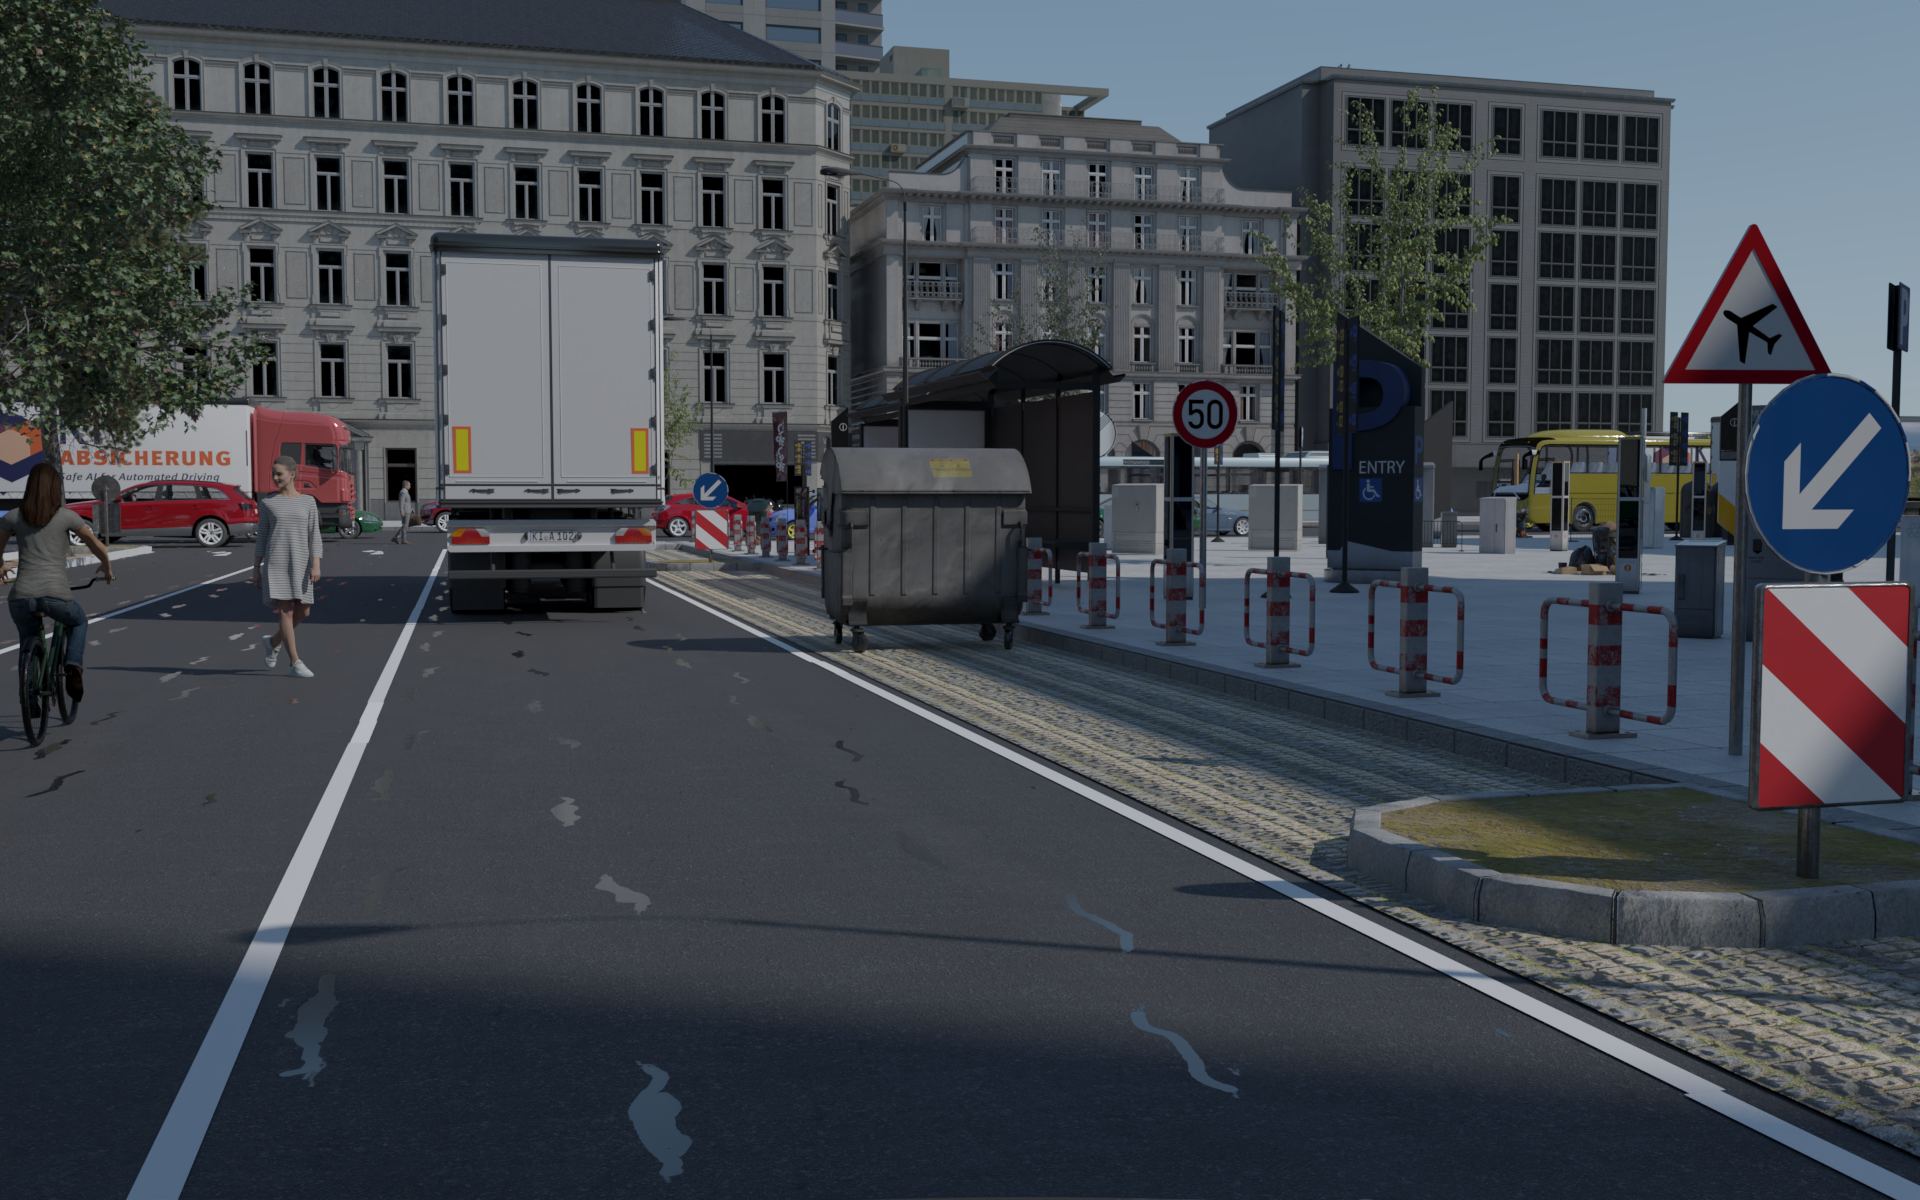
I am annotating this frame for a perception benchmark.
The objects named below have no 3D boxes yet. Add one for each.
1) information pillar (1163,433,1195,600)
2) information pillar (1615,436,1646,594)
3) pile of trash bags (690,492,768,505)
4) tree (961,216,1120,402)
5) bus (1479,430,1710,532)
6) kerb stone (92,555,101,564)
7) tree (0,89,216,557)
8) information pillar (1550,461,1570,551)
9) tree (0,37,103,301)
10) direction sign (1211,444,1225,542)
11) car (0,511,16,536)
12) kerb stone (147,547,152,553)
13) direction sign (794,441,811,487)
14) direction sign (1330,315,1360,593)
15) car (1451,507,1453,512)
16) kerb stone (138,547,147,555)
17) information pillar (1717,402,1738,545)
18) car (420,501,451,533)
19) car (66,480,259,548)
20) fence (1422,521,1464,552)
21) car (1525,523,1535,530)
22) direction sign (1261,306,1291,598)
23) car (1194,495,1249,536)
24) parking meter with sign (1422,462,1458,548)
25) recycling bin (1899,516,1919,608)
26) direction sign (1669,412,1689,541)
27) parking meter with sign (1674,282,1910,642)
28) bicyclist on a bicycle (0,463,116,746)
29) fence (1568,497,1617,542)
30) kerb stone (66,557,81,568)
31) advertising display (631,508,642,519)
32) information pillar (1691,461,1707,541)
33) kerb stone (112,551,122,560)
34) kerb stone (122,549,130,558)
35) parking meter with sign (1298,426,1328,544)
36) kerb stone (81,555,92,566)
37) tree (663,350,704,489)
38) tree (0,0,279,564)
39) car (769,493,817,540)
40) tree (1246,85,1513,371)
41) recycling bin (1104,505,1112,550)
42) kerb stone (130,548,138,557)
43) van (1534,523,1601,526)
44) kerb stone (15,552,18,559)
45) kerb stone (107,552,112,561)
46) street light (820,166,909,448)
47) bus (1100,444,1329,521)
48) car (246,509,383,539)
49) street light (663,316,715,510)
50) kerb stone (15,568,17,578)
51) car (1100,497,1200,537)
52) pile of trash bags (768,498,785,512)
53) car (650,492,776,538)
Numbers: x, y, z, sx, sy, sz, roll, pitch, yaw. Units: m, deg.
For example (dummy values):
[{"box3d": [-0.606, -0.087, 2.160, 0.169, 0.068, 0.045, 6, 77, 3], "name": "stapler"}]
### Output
[{"box3d": [2.658, -1.012, 21.035, 0.304, 2.012, 0.304, -1, 4, -11], "name": "information pillar"}, {"box3d": [8.621, -1.088, 22.284, 0.304, 2.012, 0.304, 2, 4, 26], "name": "information pillar"}, {"box3d": [-10.758, -4.203, 78.467, 3.447, 1.369, 1.912, 1, 4, 14], "name": "pile of trash bags"}, {"box3d": [2.361, -5.862, 46.201, 4.360, 8.622, 3.978, 0, 3, 0], "name": "tree"}, {"box3d": [26.333, -4.647, 67.525, 12.252, 3.916, 2.896, -1, 4, -17], "name": "bus"}, {"box3d": [-17.994, -0.837, 35.885, 0.120, 0.150, 1.000, -1, 4, -16], "name": "kerb stone"}, {"box3d": [-20.474, -6.991, 38.819, 6.751, 12.117, 7.091, 0, 3, 0], "name": "tree"}, {"box3d": [13.441, -2.099, 38.818, 0.304, 2.012, 0.304, 3, 5, 44], "name": "information pillar"}, {"box3d": [-15.494, -5.227, 22.325, 8.767, 10.594, 7.601, -1, 4, -16], "name": "tree"}, {"box3d": [6.883, -3.311, 46.136, 0.379, 3.537, 0.876, 1, 4, 22], "name": "direction sign"}, {"box3d": [-31.118, -3.024, 59.029, 3.694, 1.707, 1.945, -1, 4, -17], "name": "car"}, {"box3d": [-19.679, -1.201, 41.836, 0.120, 0.150, 1.000, -1, 4, -16], "name": "kerb stone"}, {"box3d": [-6.679, -4.996, 73.679, 0.876, 3.537, 0.379, -3, 5, -42], "name": "direction sign"}, {"box3d": [5.005, -1.862, 22.442, 0.379, 3.537, 0.876, 0, 4, -5], "name": "direction sign"}, {"box3d": [20.286, -4.182, 77.962, 3.694, 1.707, 1.945, -1, 4, -16], "name": "car"}, {"box3d": [-19.400, -1.141, 40.850, 0.120, 0.150, 1.000, -1, 4, -16], "name": "kerb stone"}, {"box3d": [19.218, -3.174, 43.249, 0.504, 3.616, 0.183, 1, 4, 9], "name": "information pillar"}, {"box3d": [-17.498, -3.437, 64.869, 5.304, 1.827, 2.281, -1, 4, -15], "name": "car"}, {"box3d": [-21.683, -2.323, 46.659, 5.304, 1.827, 2.281, -1, 4, -16], "name": "car"}, {"box3d": [10.297, -1.448, 39.052, 2.069, 0.683, 0.278, 1, 4, 20], "name": "fence"}, {"box3d": [23.947, -3.763, 71.111, 3.694, 1.707, 1.945, -1, 4, -18], "name": "car"}, {"box3d": [3.909, -1.793, 21.315, 0.379, 3.537, 0.876, 1, 4, 18], "name": "direction sign"}, {"box3d": [8.042, -2.922, 59.778, 4.499, 1.417, 2.014, -1, 4, -18], "name": "car"}, {"box3d": [11.023, -2.768, 41.524, 1.738, 3.016, 0.543, 1, 4, 9], "name": "parking meter with sign"}, {"box3d": [11.148, -0.430, 19.583, 0.722, 1.027, 0.722, -3, 4, -36], "name": "recycling bin"}, {"box3d": [19.839, -3.417, 47.857, 0.876, 3.537, 0.379, -3, 4, -36], "name": "direction sign"}, {"box3d": [7.152, -1.145, 14.989, 1.738, 3.016, 0.543, 3, 4, 36], "name": "parking meter with sign"}, {"box3d": [-5.407, -0.016, 10.276, 1.499, 1.676, 1.625, -1, 4, -17], "name": "bicyclist on a bicycle"}, {"box3d": [16.970, -2.101, 45.553, 0.480, 1.192, 2.264, -2, 4, -34], "name": "fence"}, {"box3d": [-17.431, -0.714, 33.882, 0.120, 0.150, 1.000, -1, 4, -16], "name": "kerb stone"}, {"box3d": [-14.475, -4.402, 77.184, 0.123, 1.923, 0.974, -3, 5, -44], "name": "advertising display"}, {"box3d": [16.610, -2.107, 38.934, 0.304, 2.012, 0.304, 2, 4, 23], "name": "information pillar"}, {"box3d": [-18.553, -0.958, 37.871, 0.120, 0.150, 1.000, -1, 4, -16], "name": "kerb stone"}, {"box3d": [-18.844, -1.019, 38.862, 0.120, 0.150, 1.000, -1, 4, -16], "name": "kerb stone"}, {"box3d": [9.560, -2.944, 44.393, 1.738, 3.016, 0.543, 1, 4, 14], "name": "parking meter with sign"}, {"box3d": [-17.715, -0.776, 34.890, 0.120, 0.150, 1.000, -1, 4, -16], "name": "kerb stone"}, {"box3d": [-14.376, -8.113, 83.018, 4.737, 8.622, 4.395, 0, 3, 0], "name": "tree"}, {"box3d": [-17.504, -6.805, 30.723, 9.611, 12.733, 9.660, 0, 3, 0], "name": "tree"}, {"box3d": [-4.231, -2.723, 54.118, 3.694, 1.707, 1.945, -1, 4, -16], "name": "car"}, {"box3d": [7.606, -4.936, 31.072, 4.737, 8.622, 4.395, 0, 3, 0], "name": "tree"}, {"box3d": [3.781, -1.657, 39.646, 0.722, 1.027, 0.722, -3, 4, -37], "name": "recycling bin"}, {"box3d": [-19.124, -1.079, 39.856, 0.120, 0.150, 1.000, -1, 4, -16], "name": "kerb stone"}, {"box3d": [27.484, -4.464, 77.374, 5.245, 2.365, 2.240, -1, 4, -14], "name": "van"}, {"box3d": [-20.843, -0.978, 38.236, 0.120, 0.150, 1.000, -1, 4, -16], "name": "kerb stone"}, {"box3d": [-18.273, -0.898, 36.881, 0.120, 0.150, 1.000, -1, 4, -16], "name": "kerb stone"}, {"box3d": [-1.311, -3.200, 24.864, 1.470, 5.913, 1.316, -1, 4, -16], "name": "street light"}, {"box3d": [9.796, -4.794, 73.246, 13.247, 3.499, 2.948, -1, 4, -17], "name": "bus"}, {"box3d": [-21.181, -2.692, 55.819, 4.920, 1.459, 2.131, -1, 4, -16], "name": "car"}, {"box3d": [-7.059, -4.463, 45.505, 1.470, 5.913, 1.316, -1, 4, -16], "name": "street light"}, {"box3d": [-16.306, -0.469, 29.927, 0.120, 0.150, 1.000, -1, 4, -16], "name": "kerb stone"}, {"box3d": [5.457, -2.741, 56.621, 4.920, 1.459, 2.131, -1, 4, -16], "name": "car"}, {"box3d": [-10.319, -4.605, 85.044, 3.447, 1.369, 1.912, -2, 4, -24], "name": "pile of trash bags"}, {"box3d": [-8.147, -3.012, 58.292, 4.494, 1.783, 2.155, -1, 4, -16], "name": "car"}]
